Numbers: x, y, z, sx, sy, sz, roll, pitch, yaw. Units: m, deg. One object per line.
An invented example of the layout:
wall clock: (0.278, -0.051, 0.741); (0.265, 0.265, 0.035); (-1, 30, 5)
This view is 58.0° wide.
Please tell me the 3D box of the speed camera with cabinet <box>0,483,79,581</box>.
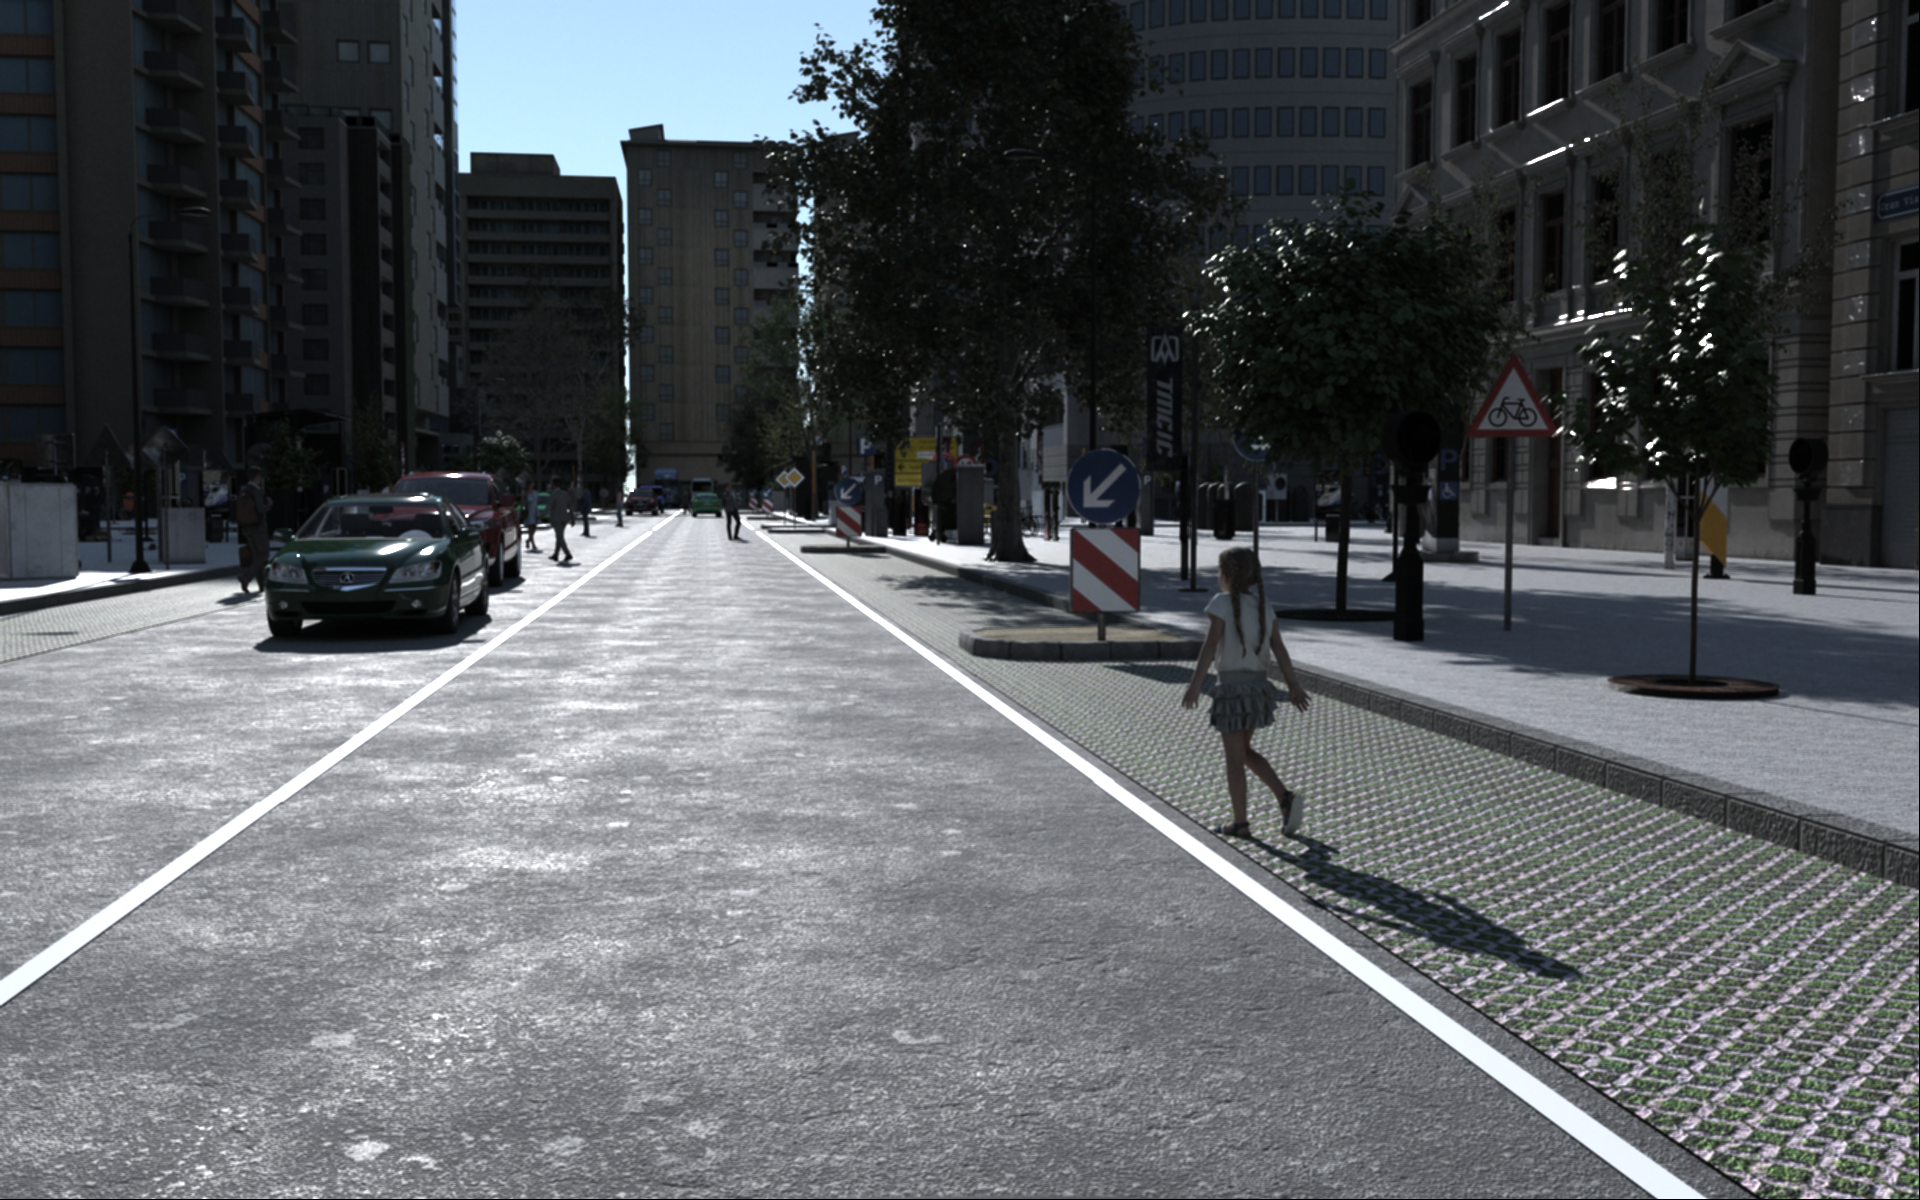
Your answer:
speed camera with cabinet: (-14.272, -1.915, 25.652); (0.660, 3.252, 2.038); (3, 5, 45)

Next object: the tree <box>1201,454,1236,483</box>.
tree: (12.130, -5.355, 82.159); (1.663, 3.219, 1.824); (0, 3, 0)

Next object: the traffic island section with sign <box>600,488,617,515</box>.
traffic island section with sign: (-24.899, -6.901, 121.451); (1.989, 1.847, 2.006); (-1, 4, -8)

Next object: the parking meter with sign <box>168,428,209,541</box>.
parking meter with sign: (-20.790, -3.093, 46.824); (0.543, 3.016, 1.738); (1, 4, 11)

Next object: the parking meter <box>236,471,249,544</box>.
parking meter: (-18.339, -2.372, 44.485); (0.399, 1.863, 0.255); (-1, 4, -13)

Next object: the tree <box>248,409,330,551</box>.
tree: (-15.380, -2.746, 39.492); (1.663, 3.219, 1.824); (0, 3, 0)

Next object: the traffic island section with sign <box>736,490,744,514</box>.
traffic island section with sign: (-14.906, -7.041, 123.756); (1.989, 1.847, 2.006); (-1, 4, -8)

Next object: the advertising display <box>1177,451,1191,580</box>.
advertising display: (3.400, -1.279, 26.133); (0.123, 1.923, 0.974); (1, 4, 10)

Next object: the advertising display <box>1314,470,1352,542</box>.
advertising display: (10.008, -2.525, 46.503); (0.974, 1.923, 0.123); (1, 4, 8)

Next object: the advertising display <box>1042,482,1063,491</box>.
advertising display: (4.701, -5.149, 89.394); (0.974, 1.923, 0.123); (1, 4, 16)

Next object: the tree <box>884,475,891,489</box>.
tree: (-5.801, -8.189, 128.492); (1.663, 3.219, 1.824); (0, 3, 0)

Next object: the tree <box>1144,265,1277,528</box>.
tree: (8.730, -6.440, 55.650); (4.360, 8.622, 3.978); (0, 3, 0)

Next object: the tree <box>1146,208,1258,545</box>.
tree: (6.172, -5.716, 43.826); (4.737, 8.622, 4.395); (0, 3, 0)

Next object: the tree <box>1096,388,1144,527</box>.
tree: (5.972, -6.797, 61.497); (4.360, 8.622, 3.978); (0, 3, 0)

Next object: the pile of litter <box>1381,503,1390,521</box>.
pile of litter: (20.412, -4.134, 81.554); (1.176, 0.858, 1.719); (1, 4, 15)

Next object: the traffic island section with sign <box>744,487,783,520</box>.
traffic island section with sign: (-10.867, -5.371, 96.439); (1.989, 1.847, 2.006); (-1, 4, -8)

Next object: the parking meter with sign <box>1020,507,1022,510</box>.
parking meter with sign: (1.649, -3.616, 55.379); (0.543, 3.016, 1.738); (1, 4, 10)

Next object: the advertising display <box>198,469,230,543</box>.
advertising display: (-19.702, -2.481, 45.780); (0.123, 1.923, 0.974); (1, 4, 19)

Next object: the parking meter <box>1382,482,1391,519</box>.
parking meter: (21.112, -4.892, 85.693); (0.399, 1.863, 0.255); (-3, 4, -38)

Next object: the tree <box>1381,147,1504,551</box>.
tree: (10.848, -5.342, 37.698); (4.360, 8.622, 3.978); (0, 3, 0)

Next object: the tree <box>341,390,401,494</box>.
tree: (-42.130, -10.586, 123.440); (4.737, 8.622, 4.395); (0, 3, 0)

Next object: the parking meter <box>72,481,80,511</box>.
parking meter: (-38.590, -4.285, 75.771); (0.399, 1.863, 0.255); (-2, 4, -31)

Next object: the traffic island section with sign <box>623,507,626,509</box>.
traffic island section with sign: (-32.237, -9.938, 171.114); (1.989, 1.847, 2.006); (-1, 4, -8)

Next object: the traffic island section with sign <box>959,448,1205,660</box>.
traffic island section with sign: (1.034, -0.439, 15.803); (1.989, 1.847, 2.006); (-1, 4, -8)

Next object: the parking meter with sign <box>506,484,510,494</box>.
parking meter with sign: (-33.008, -7.907, 125.532); (1.738, 3.016, 0.543); (2, 4, 31)

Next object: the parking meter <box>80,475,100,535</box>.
parking meter: (-26.080, -2.833, 52.037); (0.399, 1.863, 0.255); (1, 4, 14)

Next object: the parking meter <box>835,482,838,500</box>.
parking meter: (-5.613, -4.598, 80.885); (0.255, 1.863, 0.399); (3, 5, 43)

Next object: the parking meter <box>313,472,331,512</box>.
parking meter: (-15.878, -2.290, 43.151); (0.255, 1.863, 0.399); (1, 4, 16)

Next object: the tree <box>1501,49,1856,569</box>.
tree: (12.272, -4.821, 29.178); (4.360, 8.622, 3.978); (0, 3, 0)

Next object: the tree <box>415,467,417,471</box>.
tree: (-37.381, -7.592, 118.722); (1.663, 3.219, 1.824); (0, 3, 0)

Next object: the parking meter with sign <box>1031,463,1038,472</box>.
parking meter with sign: (3.675, -6.125, 96.398); (0.543, 3.016, 1.738); (-3, 4, -37)

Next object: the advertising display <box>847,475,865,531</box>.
advertising display: (-3.400, -3.322, 59.522); (0.974, 1.923, 0.123); (-1, 4, -22)

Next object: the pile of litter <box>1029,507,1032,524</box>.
pile of litter: (3.548, -3.825, 76.504); (1.176, 0.858, 1.719); (-2, 4, -31)

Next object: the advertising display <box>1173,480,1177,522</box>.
advertising display: (10.059, -4.601, 80.443); (0.123, 1.923, 0.974); (1, 4, 20)

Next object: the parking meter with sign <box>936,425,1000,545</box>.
parking meter with sign: (0.276, -2.903, 43.726); (1.738, 3.016, 0.543); (0, 4, -5)

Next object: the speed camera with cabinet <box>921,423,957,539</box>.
speed camera with cabinet: (-0.522, -3.332, 48.815); (0.660, 3.252, 2.038); (1, 4, 17)

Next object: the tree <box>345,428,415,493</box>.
tree: (-17.333, -3.459, 51.152); (1.663, 3.219, 1.824); (0, 3, 0)

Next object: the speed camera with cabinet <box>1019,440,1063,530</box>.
speed camera with cabinet: (2.889, -4.336, 65.231); (0.660, 3.252, 2.038); (-3, 4, -38)

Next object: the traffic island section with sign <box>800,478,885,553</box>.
traffic island section with sign: (-2.904, -2.070, 42.470); (1.989, 1.847, 2.006); (-1, 4, -8)

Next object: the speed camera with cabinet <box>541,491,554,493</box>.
speed camera with cabinet: (-31.323, -8.437, 132.284); (2.038, 3.252, 0.660); (0, 4, 7)

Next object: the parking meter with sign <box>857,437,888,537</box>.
parking meter with sign: (-2.603, -3.443, 52.549); (0.543, 3.016, 1.738); (-1, 4, -21)

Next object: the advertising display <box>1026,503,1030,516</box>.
advertising display: (3.487, -5.070, 88.108); (0.974, 1.923, 0.123); (2, 4, 31)

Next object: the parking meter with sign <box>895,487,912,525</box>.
parking meter with sign: (-2.379, -4.696, 73.048); (1.738, 3.016, 0.543); (1, 4, 10)

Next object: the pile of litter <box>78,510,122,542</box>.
pile of litter: (-23.455, -2.001, 46.688); (1.719, 0.858, 1.176); (-3, 5, -44)

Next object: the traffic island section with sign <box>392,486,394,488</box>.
traffic island section with sign: (-12.923, -1.942, 40.380); (1.989, 1.847, 2.006); (-1, 4, -8)

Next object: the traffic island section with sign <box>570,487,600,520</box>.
traffic island section with sign: (-20.954, -5.270, 94.785); (1.989, 1.847, 2.006); (-1, 4, -8)

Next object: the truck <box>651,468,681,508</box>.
truck: (-31.396, -12.008, 186.089); (2.967, 4.110, 18.799); (-1, 4, -8)

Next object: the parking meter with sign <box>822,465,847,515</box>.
parking meter with sign: (-7.692, -6.693, 105.692); (1.738, 3.016, 0.543); (3, 5, 42)

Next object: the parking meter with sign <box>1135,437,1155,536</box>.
parking meter with sign: (5.764, -3.511, 53.665); (0.543, 3.016, 1.738); (0, 4, -6)

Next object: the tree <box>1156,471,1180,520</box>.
tree: (10.461, -5.634, 86.715); (1.663, 3.219, 1.824); (0, 3, 0)

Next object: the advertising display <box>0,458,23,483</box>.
advertising display: (-17.191, -1.579, 31.038); (0.123, 1.923, 0.974); (1, 4, 14)

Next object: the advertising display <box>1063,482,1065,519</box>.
advertising display: (5.426, -5.223, 90.602); (0.123, 1.923, 0.974); (0, 4, 5)

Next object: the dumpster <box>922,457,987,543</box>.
dumpster: (-0.145, -2.680, 46.306); (1.502, 2.255, 1.985); (-1, 4, -8)

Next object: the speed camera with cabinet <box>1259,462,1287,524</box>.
speed camera with cabinet: (13.028, -4.893, 74.329); (2.038, 3.252, 0.660); (-2, 4, -25)

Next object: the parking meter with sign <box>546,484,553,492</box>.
parking meter with sign: (-32.042, -8.530, 135.732); (1.738, 3.016, 0.543); (-1, 4, -11)
